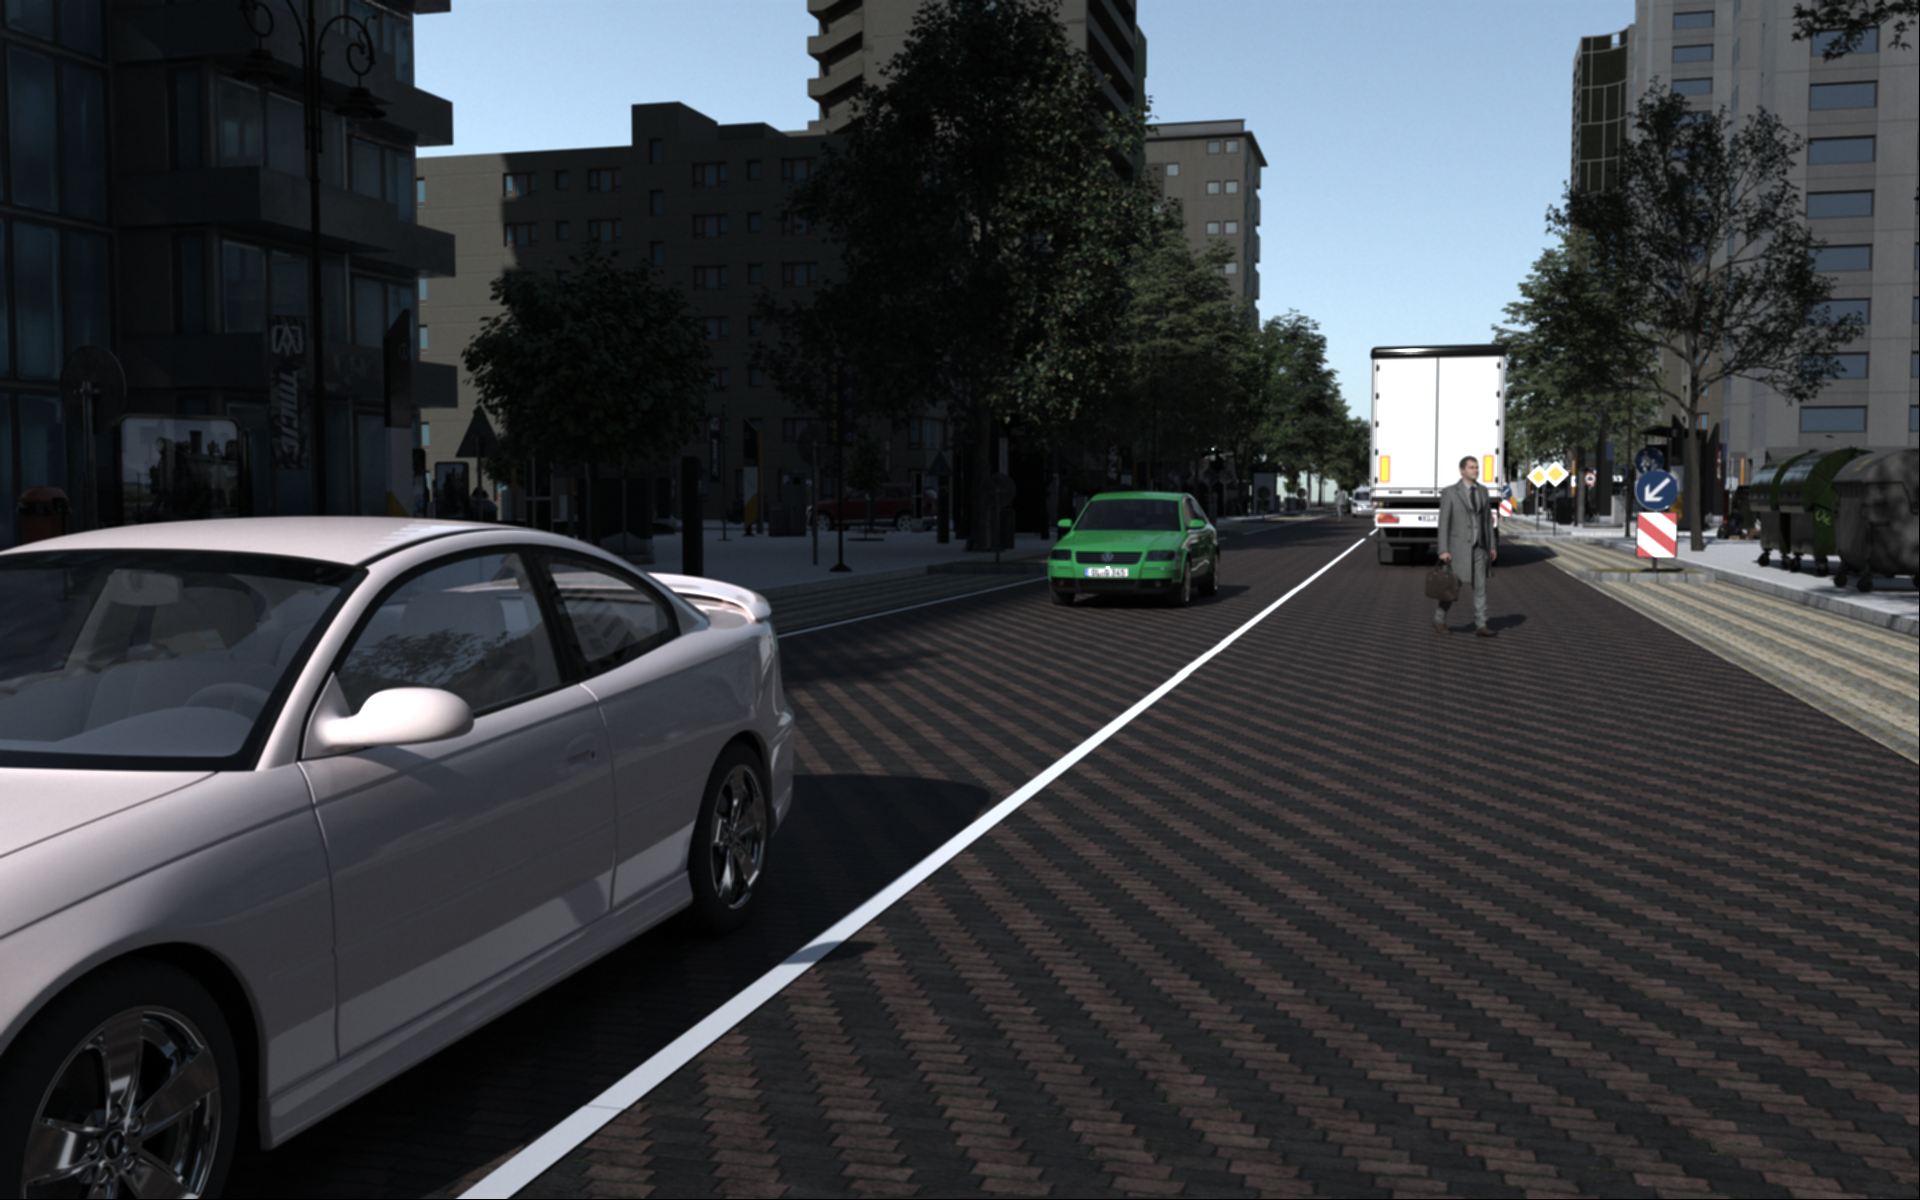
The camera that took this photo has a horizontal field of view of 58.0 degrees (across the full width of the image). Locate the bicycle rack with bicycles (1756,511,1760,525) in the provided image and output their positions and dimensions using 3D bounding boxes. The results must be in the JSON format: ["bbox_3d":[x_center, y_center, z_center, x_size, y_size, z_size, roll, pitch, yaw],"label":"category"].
[{"bbox_3d":[37.351,-3.976,78.389,2.925,0.926,2.852,-1,4,-17],"label":"bicycle rack with bicycles"}]

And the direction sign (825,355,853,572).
[{"bbox_3d":[-1.978,-2.240,28.619,0.379,3.537,0.876,2,4,23],"label":"direction sign"}]

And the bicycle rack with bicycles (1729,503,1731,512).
[{"bbox_3d":[30.877,-3.678,73.521,2.852,0.926,2.925,3,5,43],"label":"bicycle rack with bicycles"}]

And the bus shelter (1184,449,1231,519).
[{"bbox_3d":[13.282,-6.212,92.850,1.731,3.624,6.357,1,4,15],"label":"bus shelter"}]

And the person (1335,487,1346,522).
[{"bbox_3d":[19.602,-4.936,89.309,0.635,1.810,0.391,-3,5,-41],"label":"person"}]

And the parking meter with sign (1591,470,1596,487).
[{"bbox_3d":[45.476,-7.836,124.374,0.543,3.016,1.738,3,4,36],"label":"parking meter with sign"}]

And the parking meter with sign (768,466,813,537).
[{"bbox_3d":[-5.062,-3.443,52.547,0.543,3.016,1.738,3,5,41],"label":"parking meter with sign"}]

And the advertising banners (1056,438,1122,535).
[{"bbox_3d":[4.034,-3.549,54.207,2.074,3.025,0.090,0,4,3],"label":"advertising banners"}]

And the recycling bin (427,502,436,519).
[{"bbox_3d":[-16.529,-2.596,55.001,0.722,1.027,0.722,-2,4,-33],"label":"recycling bin"}]

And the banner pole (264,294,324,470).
[{"bbox_3d":[-8.161,-1.926,21.511,0.863,3.779,0.401,-3,5,-40],"label":"banner pole"}]

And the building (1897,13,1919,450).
[{"bbox_3d":[59.728,-34.624,108.103,21.231,58.520,28.212,1,4,15],"label":"building"}]

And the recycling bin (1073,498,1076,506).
[{"bbox_3d":[7.101,-6.034,111.209,0.722,1.027,0.722,0,4,-1],"label":"recycling bin"}]

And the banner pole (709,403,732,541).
[{"bbox_3d":[-6.604,-3.510,47.413,0.401,3.779,0.863,2,4,30],"label":"banner pole"}]

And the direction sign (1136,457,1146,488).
[{"bbox_3d":[11.044,-6.946,105.566,0.379,3.537,0.876,-2,4,-34],"label":"direction sign"}]

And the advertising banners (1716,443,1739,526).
[{"bbox_3d":[26.282,-3.863,59.344,0.090,3.025,2.074,0,4,4],"label":"advertising banners"}]

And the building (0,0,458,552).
[{"bbox_3d":[-29.358,-25.690,39.646,30.456,49.044,23.786,1,4,15],"label":"building"}]

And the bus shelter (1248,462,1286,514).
[{"bbox_3d":[19.912,-7.248,112.425,2.014,3.302,5.546,1,4,15],"label":"bus shelter"}]

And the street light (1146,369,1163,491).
[{"bbox_3d":[7.177,-5.571,63.876,0.468,5.910,1.993,1,4,15],"label":"street light"}]

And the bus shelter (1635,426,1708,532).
[{"bbox_3d":[25.475,-4.336,62.175,1.731,3.624,6.357,1,4,15],"label":"bus shelter"}]

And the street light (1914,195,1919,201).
[{"bbox_3d":[11.441,-2.890,20.047,0.468,5.910,1.993,1,4,15],"label":"street light"}]

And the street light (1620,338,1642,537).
[{"bbox_3d":[19.870,-4.807,51.380,0.468,5.910,1.993,1,4,15],"label":"street light"}]

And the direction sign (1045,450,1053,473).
[{"bbox_3d":[4.533,-5.944,89.184,0.379,3.537,0.876,-2,4,-28],"label":"direction sign"}]

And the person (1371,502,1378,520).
[{"bbox_3d":[22.578,-5.076,94.081,0.523,1.515,0.503,1,4,12],"label":"person"}]

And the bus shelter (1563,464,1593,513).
[{"bbox_3d":[41.612,-7.561,117.543,2.014,3.302,5.546,1,4,15],"label":"bus shelter"}]

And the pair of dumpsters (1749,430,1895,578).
[{"bbox_3d":[14.184,-1.586,28.426,1.574,2.255,4.437,1,4,15],"label":"pair of dumpsters"}]

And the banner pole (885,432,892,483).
[{"bbox_3d":[-2.799,-4.791,68.351,0.401,3.779,0.863,1,4,19],"label":"banner pole"}]

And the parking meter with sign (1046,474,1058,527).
[{"bbox_3d":[3.461,-4.313,66.771,1.738,3.016,0.543,1,4,12],"label":"parking meter with sign"}]

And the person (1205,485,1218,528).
[{"bbox_3d":[9.742,-3.580,67.393,0.532,1.782,0.716,0,4,1],"label":"person"}]

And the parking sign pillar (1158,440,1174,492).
[{"bbox_3d":[10.411,-6.045,87.309,1.447,3.967,1.447,2,4,25],"label":"parking sign pillar"}]

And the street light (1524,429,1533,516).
[{"bbox_3d":[32.940,-7.807,100.430,0.468,5.910,1.993,1,4,15],"label":"street light"}]

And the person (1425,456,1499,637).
[{"bbox_3d":[5.102,-0.541,17.442,0.694,1.812,0.767,-1,4,-19],"label":"person"}]

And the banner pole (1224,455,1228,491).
[{"bbox_3d":[17.114,-7.443,111.715,0.401,3.779,0.863,3,4,37],"label":"banner pole"}]

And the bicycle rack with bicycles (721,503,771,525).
[{"bbox_3d":[-8.860,-3.641,72.913,2.852,0.926,2.925,3,5,45],"label":"bicycle rack with bicycles"}]

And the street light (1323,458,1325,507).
[{"bbox_3d":[35.894,-12.112,170.813,0.468,5.910,1.993,1,4,15],"label":"street light"}]

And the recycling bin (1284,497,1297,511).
[{"bbox_3d":[25.782,-7.501,135.195,0.722,1.027,0.722,3,5,43],"label":"recycling bin"}]

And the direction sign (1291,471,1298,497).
[{"bbox_3d":[26.288,-8.816,136.143,0.379,3.537,0.876,-1,4,-20],"label":"direction sign"}]

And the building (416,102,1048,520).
[{"bbox_3d":[-11.279,-15.583,99.828,27.650,21.520,28.899,1,4,15],"label":"building"}]

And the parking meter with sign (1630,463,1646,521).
[{"bbox_3d":[33.273,-5.335,83.489,1.738,3.016,0.543,1,4,19],"label":"parking meter with sign"}]

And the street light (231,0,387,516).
[{"bbox_3d":[-5.743,-2.611,15.479,0.468,5.910,1.993,1,4,15],"label":"street light"}]

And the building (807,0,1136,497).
[{"bbox_3d":[0.904,-30.973,130.105,21.300,48.544,21.600,1,4,15],"label":"building"}]

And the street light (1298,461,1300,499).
[{"bbox_3d":[27.062,-10.113,138.136,0.468,5.910,1.993,1,4,15],"label":"street light"}]

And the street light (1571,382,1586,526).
[{"bbox_3d":[24.396,-5.850,68.433,0.468,5.910,1.993,1,4,15],"label":"street light"}]

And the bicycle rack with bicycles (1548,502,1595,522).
[{"bbox_3d":[28.327,-4.040,79.434,2.925,0.926,2.852,1,4,9],"label":"bicycle rack with bicycles"}]

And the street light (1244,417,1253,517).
[{"bbox_3d":[15.949,-7.544,96.131,0.468,5.910,1.993,1,4,15],"label":"street light"}]

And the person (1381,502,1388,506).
[{"bbox_3d":[32.176,-7.482,130.842,0.660,1.820,0.620,-2,4,-26],"label":"person"}]

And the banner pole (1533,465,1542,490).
[{"bbox_3d":[43.041,-8.497,128.944,0.863,3.779,0.401,3,5,42],"label":"banner pole"}]

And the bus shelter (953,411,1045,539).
[{"bbox_3d":[1.400,-3.700,51.771,1.731,3.624,6.357,1,4,15],"label":"bus shelter"}]

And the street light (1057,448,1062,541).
[{"bbox_3d":[2.701,-4.527,46.809,0.468,5.910,1.993,1,4,15],"label":"street light"}]

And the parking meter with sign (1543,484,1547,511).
[{"bbox_3d":[44.302,-8.289,131.790,1.738,3.016,0.543,2,4,25],"label":"parking meter with sign"}]

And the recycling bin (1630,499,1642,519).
[{"bbox_3d":[34.499,-4.629,88.241,0.722,1.027,0.722,0,4,5],"label":"recycling bin"}]

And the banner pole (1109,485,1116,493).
[{"bbox_3d":[10.698,-8.050,121.640,0.863,3.779,0.401,1,4,17],"label":"banner pole"}]
